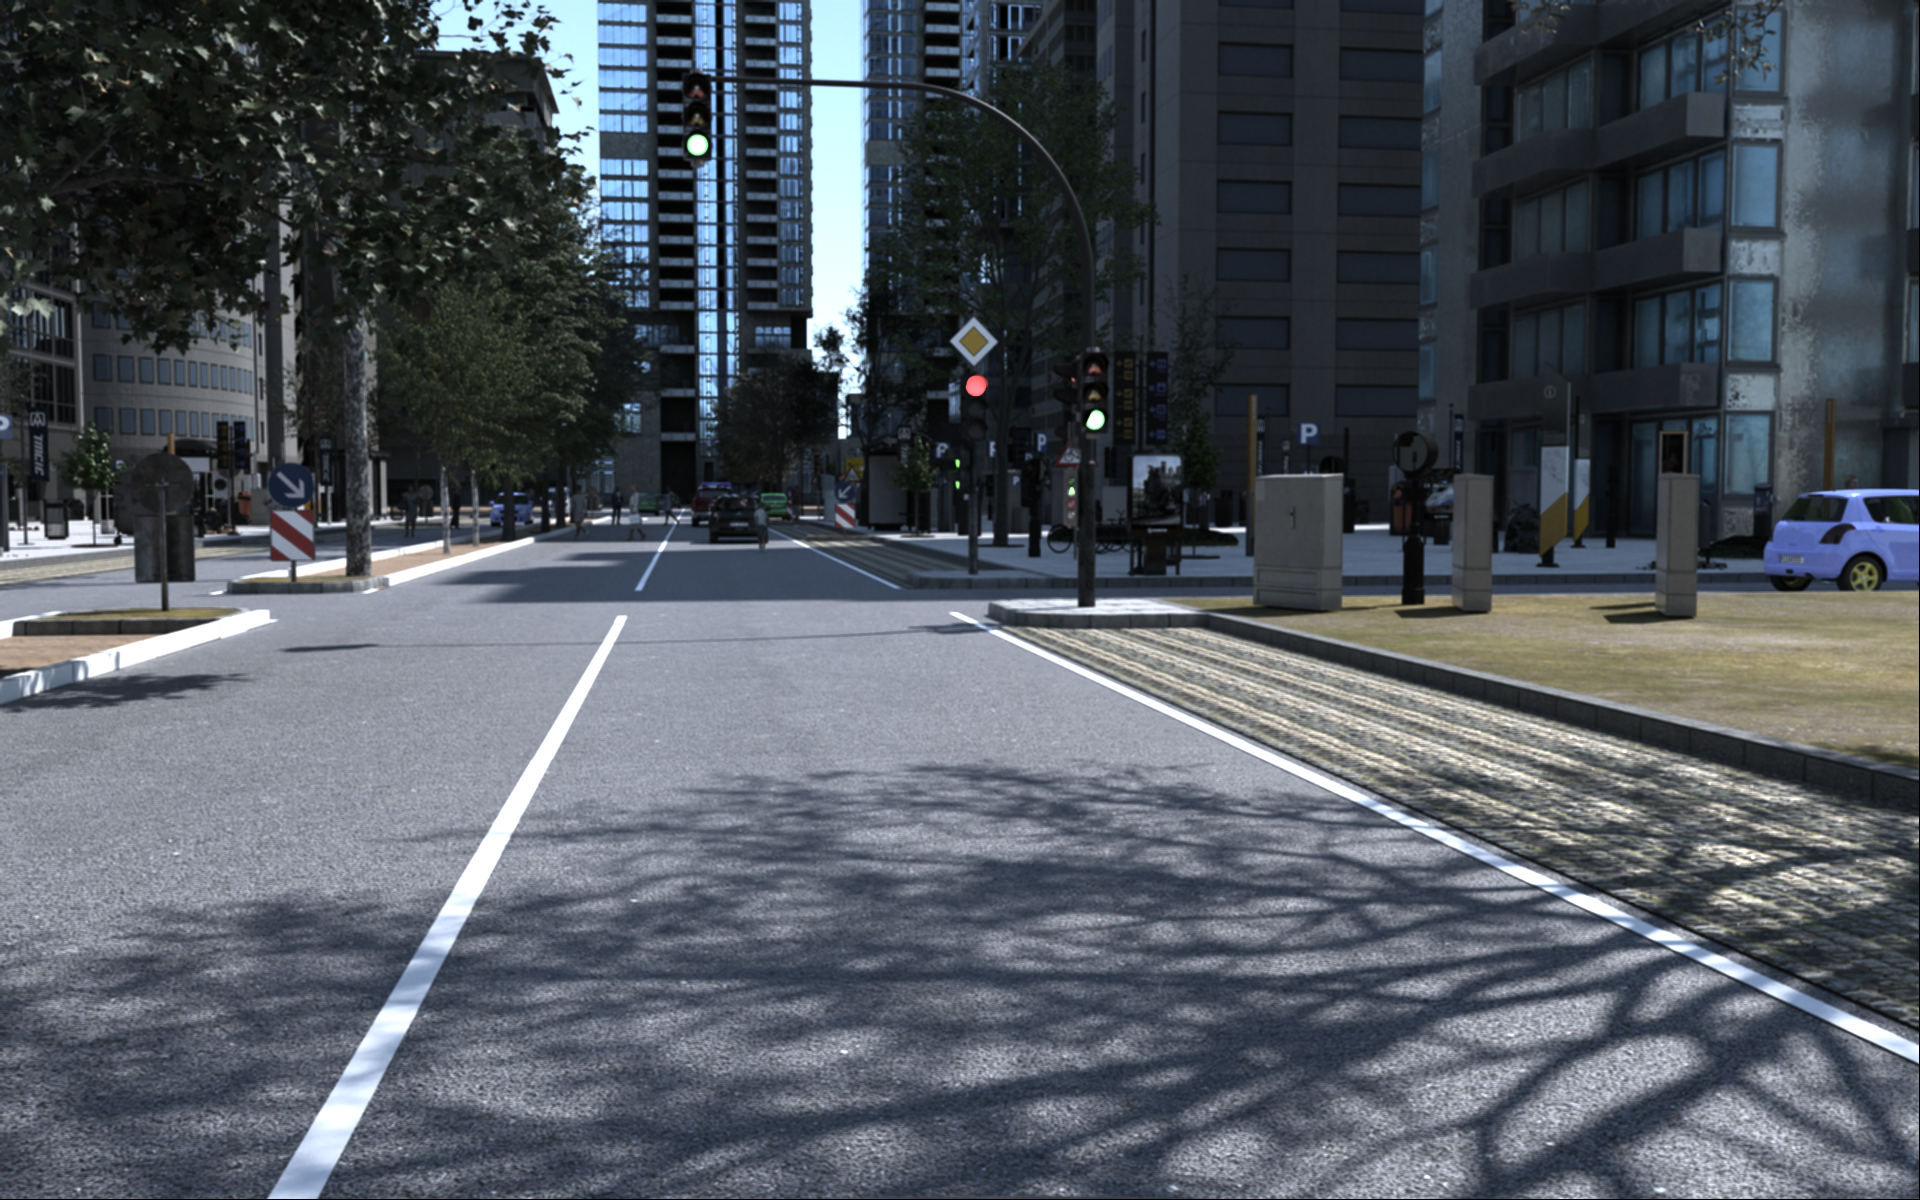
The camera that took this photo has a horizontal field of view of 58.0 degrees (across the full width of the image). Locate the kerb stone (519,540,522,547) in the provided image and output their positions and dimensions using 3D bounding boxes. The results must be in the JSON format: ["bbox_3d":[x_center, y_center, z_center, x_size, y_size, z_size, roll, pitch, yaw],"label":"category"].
[{"bbox_3d":[-11.942,-1.489,46.536,0.120,0.150,1.000,-1,4,-9],"label":"kerb stone"}]

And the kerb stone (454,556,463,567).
[{"bbox_3d":[-10.058,-0.746,34.398,0.120,0.150,1.000,-1,4,-9],"label":"kerb stone"}]

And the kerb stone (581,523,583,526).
[{"bbox_3d":[-15.861,-3.041,71.912,0.120,0.150,1.000,-1,4,-9],"label":"kerb stone"}]

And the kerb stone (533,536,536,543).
[{"bbox_3d":[-12.575,-1.736,50.587,0.120,0.150,1.000,-1,4,-9],"label":"kerb stone"}]

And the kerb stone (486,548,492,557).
[{"bbox_3d":[-10.846,-1.055,39.449,0.120,0.150,1.000,-1,4,-9],"label":"kerb stone"}]

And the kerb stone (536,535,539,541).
[{"bbox_3d":[-12.718,-1.798,51.599,0.120,0.150,1.000,-1,4,-9],"label":"kerb stone"}]

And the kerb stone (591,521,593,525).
[{"bbox_3d":[-16.961,-3.472,79.004,0.120,0.150,1.000,-1,4,-9],"label":"kerb stone"}]

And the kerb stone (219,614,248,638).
[{"bbox_3d":[-7.474,0.277,17.660,0.120,0.150,1.000,-1,4,-9],"label":"kerb stone"}]

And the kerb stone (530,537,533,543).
[{"bbox_3d":[-12.413,-1.675,49.577,0.120,0.150,1.000,-1,4,-9],"label":"kerb stone"}]

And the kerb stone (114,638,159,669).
[{"bbox_3d":[-7.004,0.463,14.630,0.120,0.150,1.000,-1,4,-9],"label":"kerb stone"}]

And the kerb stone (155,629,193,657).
[{"bbox_3d":[-7.160,0.401,15.640,0.120,0.150,1.000,-1,4,-9],"label":"kerb stone"}]

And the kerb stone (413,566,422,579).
[{"bbox_3d":[-9.285,-0.434,29.313,0.120,0.150,1.000,-1,4,-9],"label":"kerb stone"}]

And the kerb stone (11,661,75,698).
[{"bbox_3d":[-6.700,0.587,12.605,0.120,0.150,1.000,-1,4,-9],"label":"kerb stone"}]

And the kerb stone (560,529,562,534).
[{"bbox_3d":[-14.137,-2.357,60.740,0.120,0.150,1.000,-1,4,-9],"label":"kerb stone"}]

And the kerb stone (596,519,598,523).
[{"bbox_3d":[-17.581,-3.723,83.065,0.120,0.150,1.000,-1,4,-9],"label":"kerb stone"}]

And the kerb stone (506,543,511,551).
[{"bbox_3d":[-11.467,-1.302,43.504,0.120,0.150,1.000,-1,4,-9],"label":"kerb stone"}]

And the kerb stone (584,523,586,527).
[{"bbox_3d":[-16.175,-3.164,73.935,0.120,0.150,1.000,-1,4,-9],"label":"kerb stone"}]

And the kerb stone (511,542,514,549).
[{"bbox_3d":[-11.632,-1.363,44.513,0.120,0.150,1.000,-1,4,-9],"label":"kerb stone"}]

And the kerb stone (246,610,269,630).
[{"bbox_3d":[-7.631,0.219,18.671,0.120,0.150,1.000,-1,4,-9],"label":"kerb stone"}]

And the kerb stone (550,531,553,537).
[{"bbox_3d":[-13.518,-2.106,56.677,0.120,0.150,1.000,-1,4,-9],"label":"kerb stone"}]

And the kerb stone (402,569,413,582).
[{"bbox_3d":[-9.121,-0.373,28.298,0.120,0.150,1.000,-1,4,-9],"label":"kerb stone"}]

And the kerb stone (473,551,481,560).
[{"bbox_3d":[-10.536,-0.932,37.428,0.120,0.150,1.000,-1,4,-9],"label":"kerb stone"}]

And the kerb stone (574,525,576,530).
[{"bbox_3d":[-15.234,-2.791,67.845,0.120,0.150,1.000,-1,4,-9],"label":"kerb stone"}]

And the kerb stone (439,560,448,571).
[{"bbox_3d":[-9.756,-0.622,32.370,0.120,0.150,1.000,-1,4,-9],"label":"kerb stone"}]

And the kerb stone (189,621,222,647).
[{"bbox_3d":[-7.323,0.342,16.650,0.120,0.150,1.000,-1,4,-9],"label":"kerb stone"}]

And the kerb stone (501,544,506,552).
[{"bbox_3d":[-11.318,-1.241,42.493,0.120,0.150,1.000,-1,4,-9],"label":"kerb stone"}]

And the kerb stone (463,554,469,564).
[{"bbox_3d":[-10.221,-0.808,35.408,0.120,0.150,1.000,-1,4,-9],"label":"kerb stone"}]

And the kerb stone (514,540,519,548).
[{"bbox_3d":[-11.783,-1.427,45.524,0.120,0.150,1.000,-1,4,-9],"label":"kerb stone"}]

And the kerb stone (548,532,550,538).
[{"bbox_3d":[-13.353,-2.047,55.657,0.120,0.150,1.000,-1,4,-9],"label":"kerb stone"}]

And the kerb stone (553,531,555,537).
[{"bbox_3d":[-13.668,-2.171,57.693,0.120,0.150,1.000,-1,4,-9],"label":"kerb stone"}]

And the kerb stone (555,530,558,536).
[{"bbox_3d":[-13.823,-2.231,58.707,0.120,0.150,1.000,-1,4,-9],"label":"kerb stone"}]

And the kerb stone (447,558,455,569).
[{"bbox_3d":[-9.907,-0.684,33.384,0.120,0.150,1.000,-1,4,-9],"label":"kerb stone"}]

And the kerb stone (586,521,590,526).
[{"bbox_3d":[-16.648,-3.350,76.970,0.120,0.150,1.000,-1,4,-9],"label":"kerb stone"}]

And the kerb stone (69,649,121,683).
[{"bbox_3d":[-6.848,0.525,13.616,0.120,0.150,1.000,-1,4,-9],"label":"kerb stone"}]

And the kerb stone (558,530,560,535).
[{"bbox_3d":[-13.983,-2.293,59.719,0.120,0.150,1.000,-1,4,-9],"label":"kerb stone"}]

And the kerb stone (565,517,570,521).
[{"bbox_3d":[-21.843,-4.569,96.897,0.120,0.150,1.000,-1,4,-9],"label":"kerb stone"}]

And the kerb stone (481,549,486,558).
[{"bbox_3d":[-10.691,-0.993,38.439,0.120,0.150,1.000,-1,4,-9],"label":"kerb stone"}]

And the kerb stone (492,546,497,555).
[{"bbox_3d":[-11.002,-1.117,40.460,0.120,0.150,1.000,-1,4,-9],"label":"kerb stone"}]

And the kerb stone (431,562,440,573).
[{"bbox_3d":[-9.600,-0.560,31.356,0.120,0.150,1.000,-1,4,-9],"label":"kerb stone"}]

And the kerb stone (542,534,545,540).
[{"bbox_3d":[-13.038,-1.921,53.629,0.120,0.150,1.000,-1,4,-9],"label":"kerb stone"}]

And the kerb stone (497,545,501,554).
[{"bbox_3d":[-11.160,-1.179,41.476,0.120,0.150,1.000,-1,4,-9],"label":"kerb stone"}]

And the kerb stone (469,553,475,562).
[{"bbox_3d":[-10.378,-0.861,36.419,0.120,0.150,1.000,-1,4,-9],"label":"kerb stone"}]

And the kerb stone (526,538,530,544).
[{"bbox_3d":[-12.252,-1.612,48.568,0.120,0.150,1.000,-1,4,-9],"label":"kerb stone"}]

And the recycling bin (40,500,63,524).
[{"bbox_3d":[-39.046,-3.785,74.434,0.722,1.027,0.722,-3,5,-44],"label":"recycling bin"}]

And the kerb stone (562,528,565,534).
[{"bbox_3d":[-14.288,-2.413,61.751,0.120,0.150,1.000,-1,4,-9],"label":"kerb stone"}]

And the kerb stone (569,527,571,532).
[{"bbox_3d":[-14.763,-2.606,64.796,0.120,0.150,1.000,-1,4,-9],"label":"kerb stone"}]

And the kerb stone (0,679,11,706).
[{"bbox_3d":[-6.540,0.653,11.596,0.120,0.150,1.000,-1,4,-9],"label":"kerb stone"}]

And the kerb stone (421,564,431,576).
[{"bbox_3d":[-9.440,-0.498,30.334,0.120,0.150,1.000,-1,4,-9],"label":"kerb stone"}]

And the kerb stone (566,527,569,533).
[{"bbox_3d":[-14.602,-2.544,63.786,0.120,0.150,1.000,-1,4,-9],"label":"kerb stone"}]

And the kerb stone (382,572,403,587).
[{"bbox_3d":[-8.966,-0.311,27.288,0.120,0.150,1.000,-1,4,-9],"label":"kerb stone"}]

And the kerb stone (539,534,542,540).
[{"bbox_3d":[-12.882,-1.856,52.612,0.120,0.150,1.000,-1,4,-9],"label":"kerb stone"}]

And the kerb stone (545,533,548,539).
[{"bbox_3d":[-13.193,-1.983,54.639,0.120,0.150,1.000,-1,4,-9],"label":"kerb stone"}]

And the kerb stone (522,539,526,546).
[{"bbox_3d":[-12.097,-1.551,47.548,0.120,0.150,1.000,-1,4,-9],"label":"kerb stone"}]

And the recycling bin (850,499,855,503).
[{"bbox_3d":[-5.983,-5.245,98.309,0.722,1.027,0.722,1,4,15],"label":"recycling bin"}]

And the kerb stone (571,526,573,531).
[{"bbox_3d":[-14.915,-2.668,65.811,0.120,0.150,1.000,-1,4,-9],"label":"kerb stone"}]
